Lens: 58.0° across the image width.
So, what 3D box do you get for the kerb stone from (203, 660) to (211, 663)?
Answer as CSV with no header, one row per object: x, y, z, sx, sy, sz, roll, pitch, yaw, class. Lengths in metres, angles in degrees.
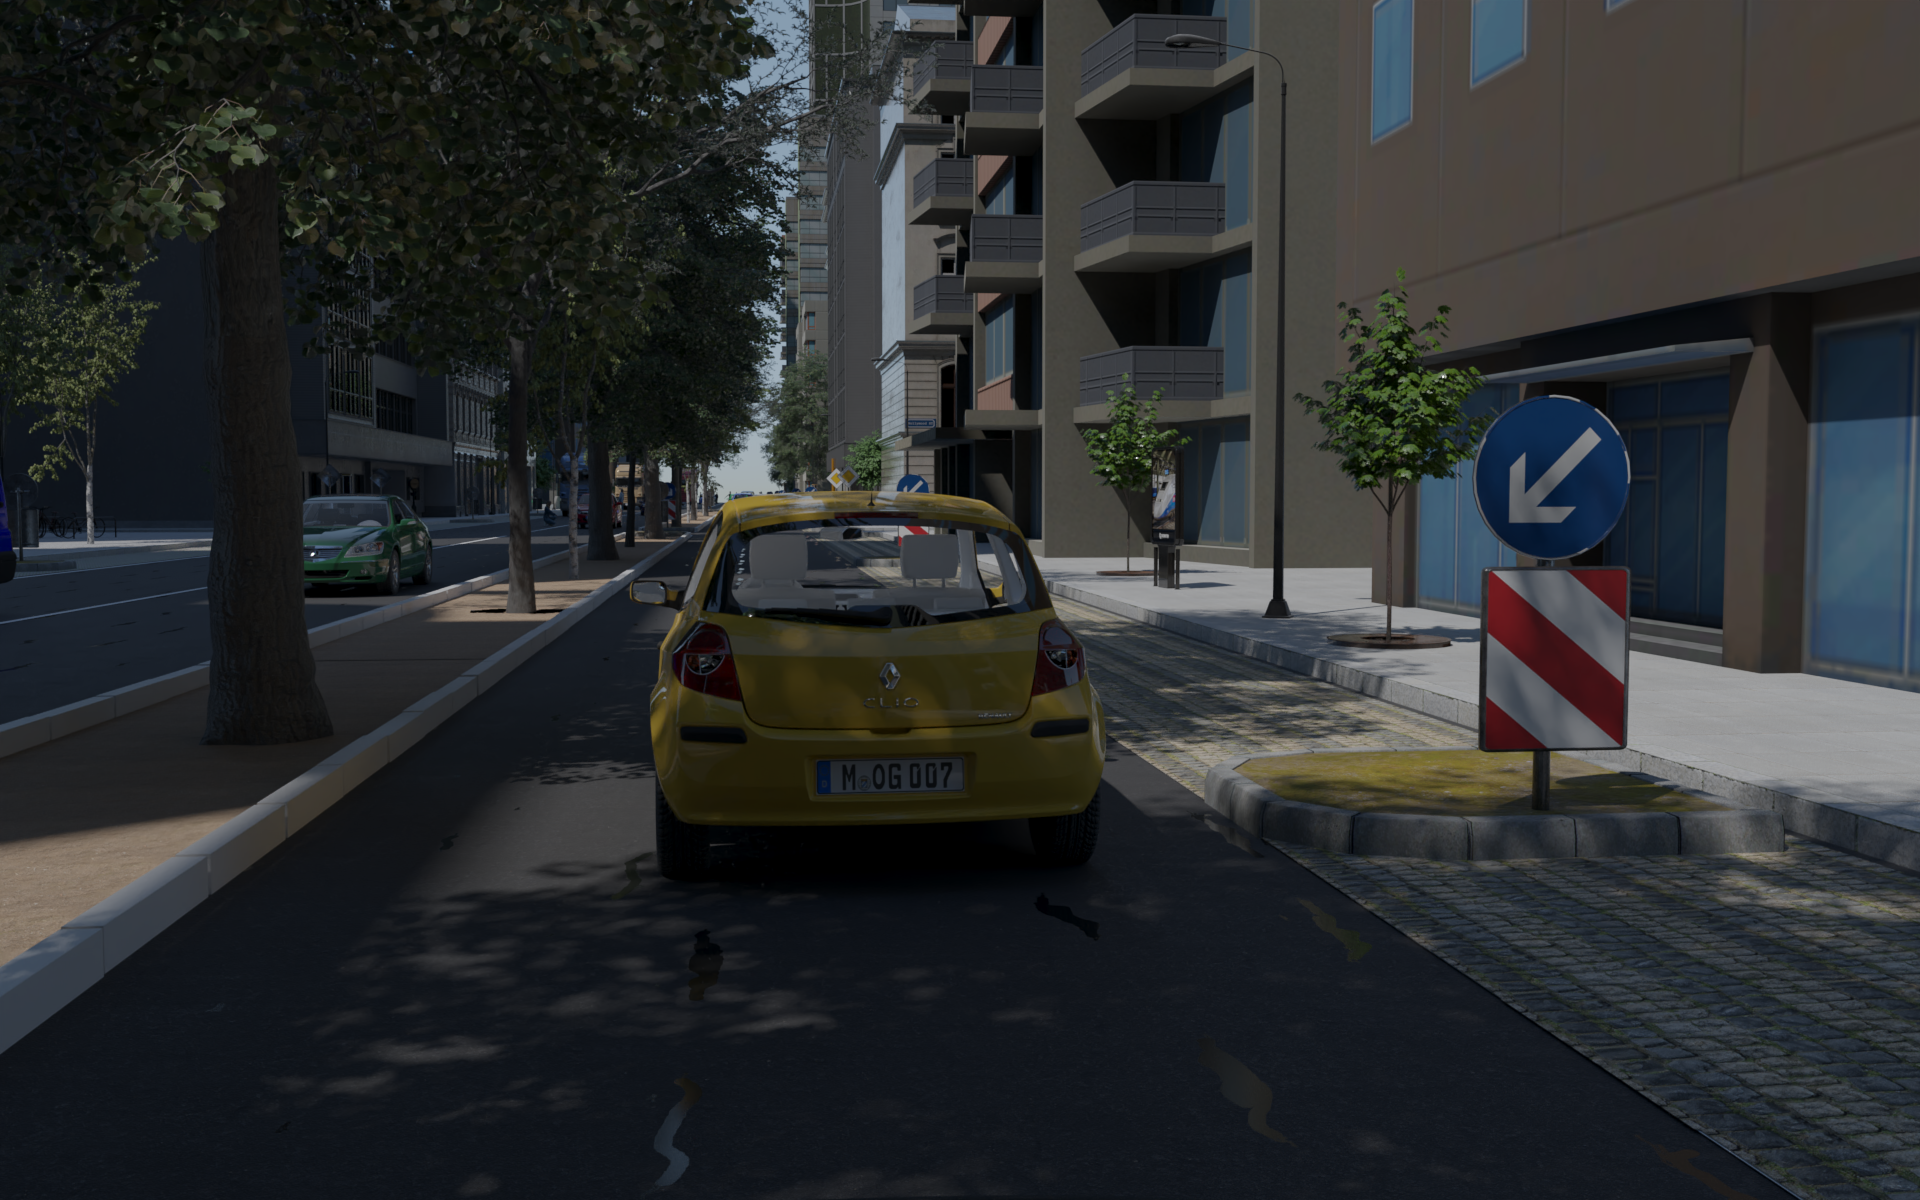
-5.744,0.529,13.551,0.120,0.150,1.000,0,4,-7,kerb stone

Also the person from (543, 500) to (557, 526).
-18.354,-3.905,77.845,0.738,1.151,1.012,0,4,-3,person

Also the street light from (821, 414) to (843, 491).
-7.377,-7.840,100.731,1.470,5.913,1.316,0,4,-7,street light

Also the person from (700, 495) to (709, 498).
-27.593,-10.896,187.373,1.217,1.736,0.721,-1,4,-8,person

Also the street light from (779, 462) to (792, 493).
-21.707,-15.004,217.850,1.470,5.913,1.316,0,4,-7,street light

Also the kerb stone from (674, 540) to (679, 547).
-7.520,-1.411,45.372,0.120,0.150,1.000,0,4,-7,kerb stone

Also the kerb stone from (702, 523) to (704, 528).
-10.570,-2.942,70.317,0.120,0.150,1.000,0,4,-7,kerb stone

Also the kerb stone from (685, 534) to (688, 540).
-8.393,-1.846,52.504,0.120,0.150,1.000,0,4,-7,kerb stone

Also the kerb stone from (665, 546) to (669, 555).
-6.906,-1.107,40.292,0.120,0.150,1.000,0,4,-7,kerb stone

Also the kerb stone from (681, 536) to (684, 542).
-8.018,-1.666,49.448,0.120,0.150,1.000,0,4,-7,kerb stone

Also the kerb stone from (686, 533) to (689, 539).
-8.521,-1.916,53.518,0.120,0.150,1.000,0,4,-7,kerb stone

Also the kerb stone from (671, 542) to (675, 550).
-7.273,-1.293,43.342,0.120,0.150,1.000,0,4,-7,kerb stone

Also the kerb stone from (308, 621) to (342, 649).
-6.124,0.342,16.599,0.120,0.150,1.000,0,4,-7,kerb stone

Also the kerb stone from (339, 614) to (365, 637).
-6.249,0.280,17.617,0.120,0.150,1.000,0,4,-7,kerb stone

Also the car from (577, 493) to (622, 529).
-15.302,-3.920,73.124,2.155,1.783,4.494,0,4,-6,car

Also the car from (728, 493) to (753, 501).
-13.869,-6.192,110.829,1.945,1.707,3.694,0,4,-8,car

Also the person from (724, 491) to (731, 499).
-24.274,-10.614,182.754,1.217,1.735,0.721,1,4,12,person

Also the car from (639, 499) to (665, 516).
-20.649,-6.386,116.985,1.945,1.354,3.894,0,4,-8,car

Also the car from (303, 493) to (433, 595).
-9.146,-0.871,26.044,2.131,1.459,4.920,0,4,-8,car

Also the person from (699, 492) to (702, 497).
-40.482,-15.938,269.602,0.721,1.766,1.217,0,4,-5,person

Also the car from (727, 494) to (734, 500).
-17.152,-7.687,134.476,1.959,1.807,4.718,0,4,-6,car

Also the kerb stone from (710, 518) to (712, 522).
-12.319,-3.813,84.586,0.120,0.150,1.000,0,4,-7,kerb stone

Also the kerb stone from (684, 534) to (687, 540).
-8.271,-1.791,51.477,0.120,0.150,1.000,0,4,-7,kerb stone

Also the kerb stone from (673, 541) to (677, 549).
-7.400,-1.354,44.357,0.120,0.150,1.000,0,4,-7,kerb stone

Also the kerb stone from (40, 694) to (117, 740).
-5.375,0.719,10.507,0.120,0.150,1.000,0,4,-7,kerb stone

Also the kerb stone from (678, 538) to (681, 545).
-7.780,-1.542,47.407,0.120,0.150,1.000,0,4,-7,kerb stone

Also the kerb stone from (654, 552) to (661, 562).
-6.402,-0.857,36.215,0.120,0.150,1.000,0,4,-7,kerb stone

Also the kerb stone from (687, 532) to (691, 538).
-8.642,-1.978,54.538,0.120,0.150,1.000,0,4,-7,kerb stone

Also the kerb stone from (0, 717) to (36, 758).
-5.253,0.777,9.489,0.120,0.150,1.000,0,4,-7,kerb stone

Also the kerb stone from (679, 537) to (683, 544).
-7.899,-1.602,48.433,0.120,0.150,1.000,0,4,-7,kerb stone

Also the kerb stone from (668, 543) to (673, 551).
-7.152,-1.231,42.327,0.120,0.150,1.000,0,4,-7,kerb stone

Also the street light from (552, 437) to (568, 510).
-32.492,-10.285,140.707,1.470,5.913,1.316,0,4,-7,street light

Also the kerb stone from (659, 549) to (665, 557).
-6.654,-0.979,38.245,0.120,0.150,1.000,0,4,-7,kerb stone

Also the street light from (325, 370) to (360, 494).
-23.200,-5.656,65.019,1.470,5.913,1.316,0,4,-7,street light

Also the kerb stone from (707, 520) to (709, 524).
-11.574,-3.441,78.454,0.120,0.150,1.000,0,4,-7,kerb stone

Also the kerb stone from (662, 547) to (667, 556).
-6.779,-1.044,39.264,0.120,0.150,1.000,0,4,-7,kerb stone

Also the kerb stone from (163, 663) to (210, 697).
-5.632,0.599,12.536,0.120,0.150,1.000,0,4,-7,kerb stone

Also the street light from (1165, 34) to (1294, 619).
2.763,-2.765,17.744,1.470,5.913,1.316,0,4,-7,street light

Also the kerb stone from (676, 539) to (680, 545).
-7.647,-1.480,46.387,0.120,0.150,1.000,0,4,-7,kerb stone

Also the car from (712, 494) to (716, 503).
-38.753,-15.788,269.923,2.131,1.459,4.920,0,4,-6,car

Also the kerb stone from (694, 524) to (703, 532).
-10.449,-2.881,69.302,0.120,0.150,1.000,0,4,-7,kerb stone

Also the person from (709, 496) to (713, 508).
-25.912,-10.490,180.026,0.705,1.821,1.348,0,4,4,person

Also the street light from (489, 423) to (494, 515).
-28.197,-8.172,106.151,1.470,5.913,1.316,0,4,-7,street light

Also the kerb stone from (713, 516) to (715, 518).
-13.189,-4.251,91.699,0.120,0.150,1.000,0,4,-7,kerb stone

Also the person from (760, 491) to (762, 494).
-22.512,-11.400,195.615,0.721,1.736,1.217,3,5,42,person

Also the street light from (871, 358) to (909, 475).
-2.335,-5.298,59.156,1.470,5.913,1.316,0,4,-7,street light

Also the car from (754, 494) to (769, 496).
-13.356,-6.536,117.089,2.015,1.641,3.980,0,4,-6,car

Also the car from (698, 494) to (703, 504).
-36.319,-14.490,246.508,1.945,1.707,3.694,0,4,-7,car

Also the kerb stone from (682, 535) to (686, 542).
-8.145,-1.729,50.463,0.120,0.150,1.000,0,4,-7,kerb stone

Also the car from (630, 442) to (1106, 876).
-0.526,0.135,8.017,2.015,1.641,3.980,-1,4,-8,car

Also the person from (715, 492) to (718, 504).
-35.601,-14.931,253.532,0.541,1.710,0.530,-2,4,-28,person

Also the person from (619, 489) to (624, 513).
-25.546,-7.464,130.795,0.793,1.790,0.793,-1,4,-19,person

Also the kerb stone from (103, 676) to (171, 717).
-5.497,0.653,11.522,0.120,0.150,1.000,0,4,-7,kerb stone

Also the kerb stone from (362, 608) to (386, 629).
-6.372,0.221,18.632,0.120,0.150,1.000,0,4,-7,kerb stone

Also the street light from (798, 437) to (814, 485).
-12.579,-10.354,141.837,1.470,5.913,1.316,0,4,-7,street light

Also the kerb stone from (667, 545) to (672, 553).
-7.022,-1.169,41.313,0.120,0.150,1.000,0,4,-7,kerb stone

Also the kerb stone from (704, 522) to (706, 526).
-10.944,-3.126,73.361,0.120,0.150,1.000,0,4,-7,kerb stone

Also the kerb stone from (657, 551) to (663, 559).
-6.526,-0.915,37.230,0.120,0.150,1.000,0,4,-7,kerb stone
